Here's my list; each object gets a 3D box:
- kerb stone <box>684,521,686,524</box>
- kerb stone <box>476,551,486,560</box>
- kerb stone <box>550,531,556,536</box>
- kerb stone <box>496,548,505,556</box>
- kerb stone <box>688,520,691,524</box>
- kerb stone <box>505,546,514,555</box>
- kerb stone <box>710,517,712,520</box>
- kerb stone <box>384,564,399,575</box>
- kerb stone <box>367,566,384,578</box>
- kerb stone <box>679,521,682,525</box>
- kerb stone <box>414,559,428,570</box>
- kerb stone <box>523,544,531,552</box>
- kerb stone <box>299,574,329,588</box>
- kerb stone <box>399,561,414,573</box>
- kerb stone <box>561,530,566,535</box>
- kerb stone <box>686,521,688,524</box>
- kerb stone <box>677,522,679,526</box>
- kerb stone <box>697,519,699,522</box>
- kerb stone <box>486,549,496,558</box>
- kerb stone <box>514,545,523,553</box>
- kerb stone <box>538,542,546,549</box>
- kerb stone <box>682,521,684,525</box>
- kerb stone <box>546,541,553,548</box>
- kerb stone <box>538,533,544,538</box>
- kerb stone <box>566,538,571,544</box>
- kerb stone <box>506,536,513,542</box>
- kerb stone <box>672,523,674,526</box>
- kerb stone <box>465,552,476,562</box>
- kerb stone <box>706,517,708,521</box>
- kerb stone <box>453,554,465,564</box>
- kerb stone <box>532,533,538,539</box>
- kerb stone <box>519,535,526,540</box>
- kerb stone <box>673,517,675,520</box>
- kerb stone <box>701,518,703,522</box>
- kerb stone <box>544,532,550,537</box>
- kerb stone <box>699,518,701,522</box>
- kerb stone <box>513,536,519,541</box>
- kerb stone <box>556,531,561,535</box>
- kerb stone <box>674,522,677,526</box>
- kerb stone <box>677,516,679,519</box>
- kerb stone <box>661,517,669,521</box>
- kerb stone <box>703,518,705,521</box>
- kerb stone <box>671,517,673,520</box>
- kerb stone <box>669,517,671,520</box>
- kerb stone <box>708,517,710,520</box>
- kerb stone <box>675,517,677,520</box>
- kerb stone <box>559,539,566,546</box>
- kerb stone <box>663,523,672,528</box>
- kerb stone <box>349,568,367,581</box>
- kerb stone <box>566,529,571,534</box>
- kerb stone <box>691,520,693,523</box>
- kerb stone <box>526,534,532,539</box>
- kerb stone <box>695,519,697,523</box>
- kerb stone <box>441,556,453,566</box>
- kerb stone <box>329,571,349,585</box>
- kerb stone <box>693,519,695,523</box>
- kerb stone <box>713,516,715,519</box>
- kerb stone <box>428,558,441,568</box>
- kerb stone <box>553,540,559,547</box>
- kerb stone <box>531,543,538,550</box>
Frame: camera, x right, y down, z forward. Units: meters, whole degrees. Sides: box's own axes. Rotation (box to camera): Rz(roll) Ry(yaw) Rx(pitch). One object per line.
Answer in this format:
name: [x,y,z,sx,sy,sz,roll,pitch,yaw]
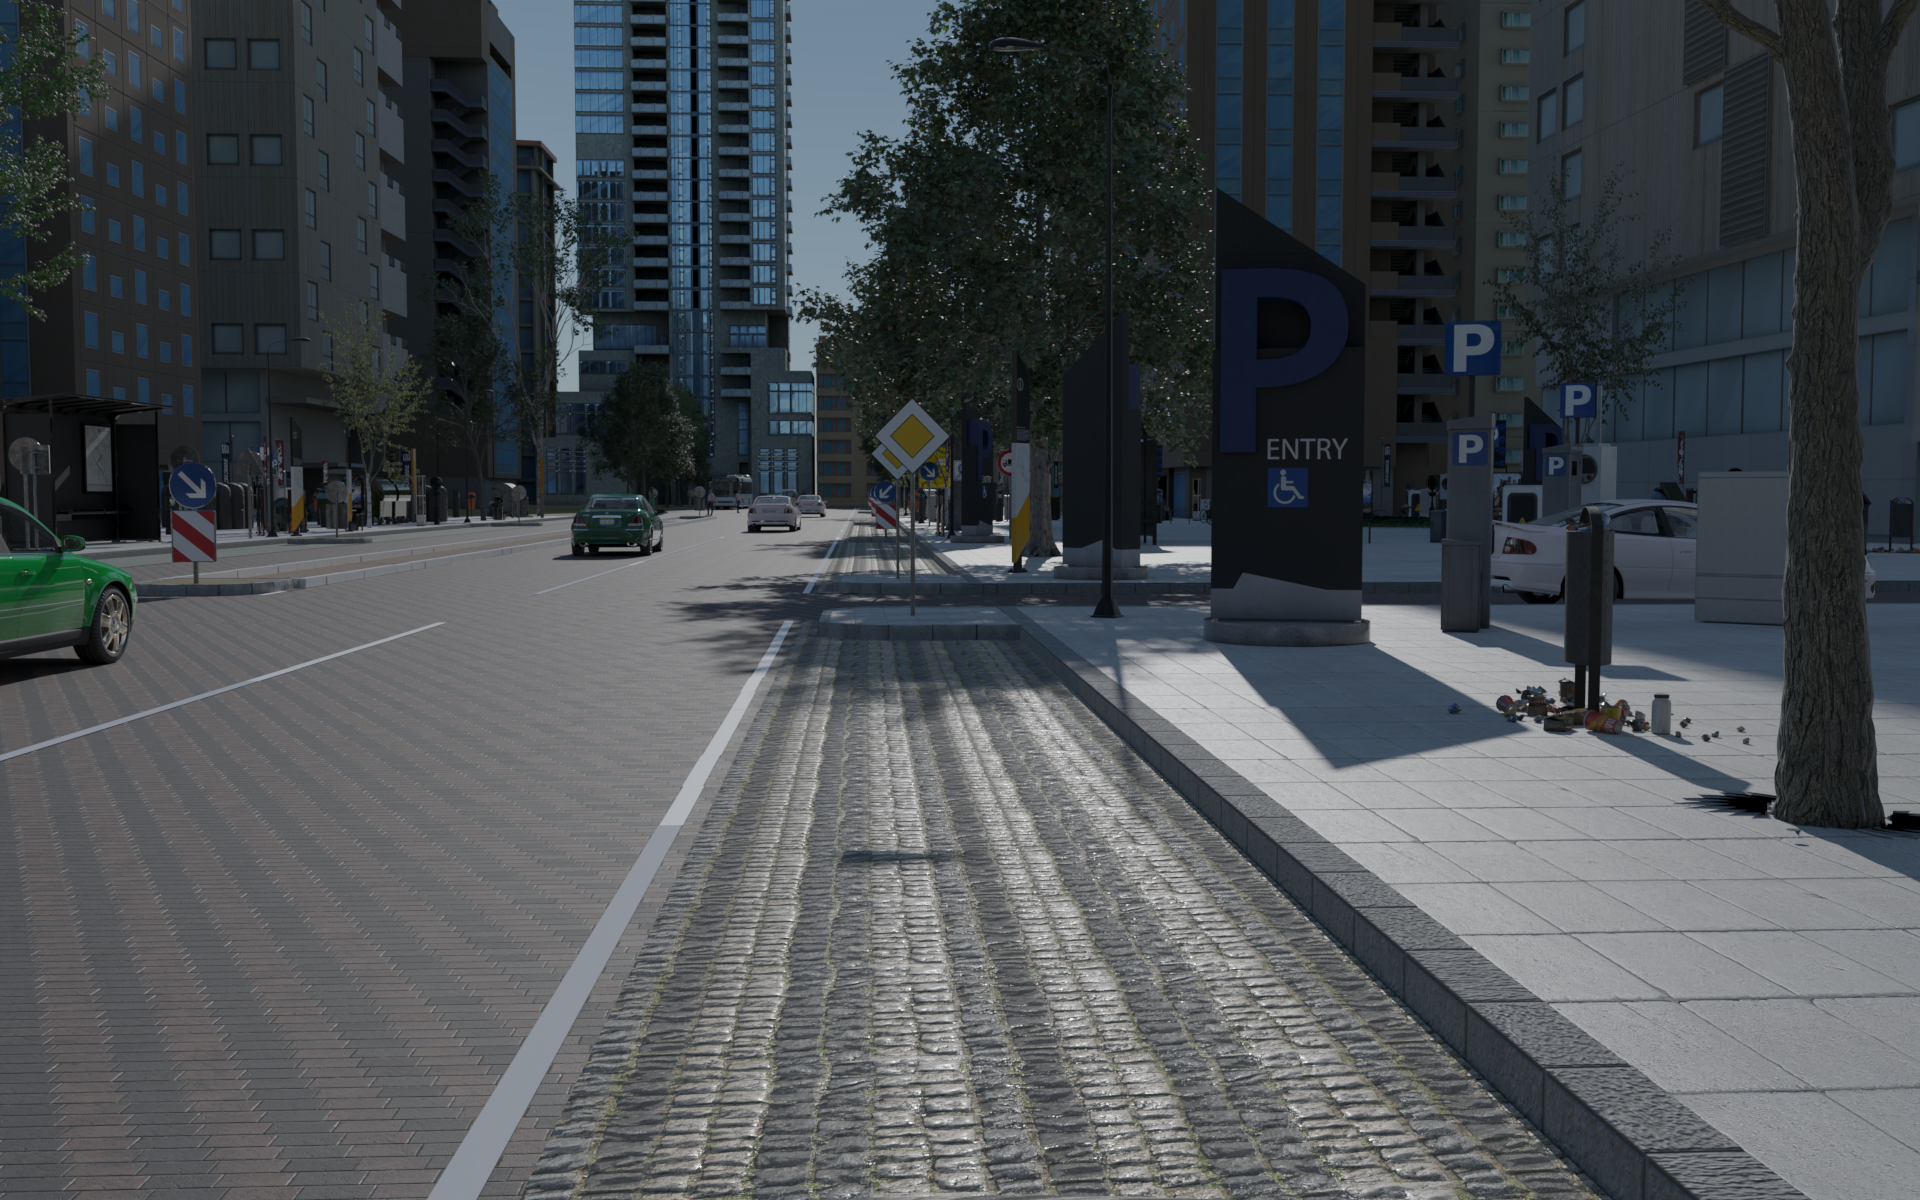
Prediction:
kerb stone: [-13.028,-3.591,80.987,0.120,0.150,1.000,0,4,-3]
kerb stone: [-10.635,-0.969,38.043,0.120,0.150,1.000,0,4,-3]
kerb stone: [-13.872,-2.209,58.403,0.120,0.150,1.000,0,4,-3]
kerb stone: [-10.757,-1.092,40.094,0.120,0.150,1.000,0,4,-3]
kerb stone: [-13.142,-3.720,83.028,0.120,0.150,1.000,0,4,-3]
kerb stone: [-10.809,-1.157,41.115,0.120,0.150,1.000,0,4,-3]
kerb stone: [-13.765,-4.410,94.299,0.120,0.150,1.000,0,4,-3]
kerb stone: [-10.242,-0.531,30.870,0.120,0.150,1.000,0,4,-3]
kerb stone: [-10.178,-0.467,29.850,0.120,0.150,1.000,0,4,-3]
kerb stone: [-12.913,-3.471,78.945,0.120,0.150,1.000,0,4,-3]
kerb stone: [-10.354,-0.656,32.922,0.120,0.150,1.000,0,4,-3]
kerb stone: [-10.913,-1.282,43.158,0.120,0.150,1.000,0,4,-3]
kerb stone: [-10.016,-0.281,26.787,0.120,0.150,1.000,0,4,-3]
kerb stone: [-10.298,-0.583,31.894,0.120,0.150,1.000,0,4,-3]
kerb stone: [-13.984,-2.340,60.458,0.120,0.150,1.000,0,4,-3]
kerb stone: [-13.087,-3.658,82.007,0.120,0.150,1.000,0,4,-3]
kerb stone: [-12.860,-3.401,77.925,0.120,0.150,1.000,0,4,-3]
kerb stone: [-13.365,-3.972,87.136,0.120,0.150,1.000,0,4,-3]
kerb stone: [-10.696,-1.032,39.073,0.120,0.150,1.000,0,4,-3]
kerb stone: [-10.859,-1.220,42.136,0.120,0.150,1.000,0,4,-3]
kerb stone: [-11.031,-1.407,45.206,0.120,0.150,1.000,0,4,-3]
kerb stone: [-12.969,-3.532,79.966,0.120,0.150,1.000,0,4,-3]
kerb stone: [-11.094,-1.470,46.226,0.120,0.150,1.000,0,4,-3]
kerb stone: [-13.760,-2.088,56.361,0.120,0.150,1.000,0,4,-3]
kerb stone: [-11.260,-1.656,49.292,0.120,0.150,1.000,0,4,-3]
kerb stone: [-13.473,-1.776,51.250,0.120,0.150,1.000,0,4,-3]
kerb stone: [-12.736,-3.280,75.876,0.120,0.150,1.000,0,4,-3]
kerb stone: [-10.578,-0.907,37.018,0.120,0.150,1.000,0,4,-3]
kerb stone: [-13.653,-4.284,92.251,0.120,0.150,1.000,0,4,-3]
kerb stone: [-10.520,-0.844,35.997,0.120,0.150,1.000,0,4,-3]
kerb stone: [-13.704,-2.027,55.333,0.120,0.150,1.000,0,4,-3]
kerb stone: [-13.587,-1.895,53.291,0.120,0.150,1.000,0,4,-3]
kerb stone: [-15.926,-4.468,95.244,0.120,0.150,1.000,0,4,-3]
kerb stone: [-13.488,-4.097,89.182,0.120,0.150,1.000,0,4,-3]
kerb stone: [-13.818,-2.151,57.382,0.120,0.150,1.000,0,4,-3]
kerb stone: [-13.428,-4.034,88.156,0.120,0.150,1.000,0,4,-3]
kerb stone: [-13.538,-1.836,52.270,0.120,0.150,1.000,0,4,-3]
kerb stone: [-13.929,-2.278,59.437,0.120,0.150,1.000,0,4,-3]
kerb stone: [-12.800,-3.346,76.896,0.120,0.150,1.000,0,4,-3]
kerb stone: [-16.027,-4.594,97.299,0.120,0.150,1.000,0,4,-3]
kerb stone: [-15.748,-4.280,92.178,0.120,0.150,1.000,0,4,-3]
kerb stone: [-13.542,-4.160,90.205,0.120,0.150,1.000,0,4,-3]
kerb stone: [-15.864,-4.405,94.223,0.120,0.150,1.000,0,4,-3]
kerb stone: [-15.802,-4.343,93.203,0.120,0.150,1.000,0,4,-3]
kerb stone: [-13.709,-4.347,93.275,0.120,0.150,1.000,0,4,-3]
kerb stone: [-15.976,-4.526,96.275,0.120,0.150,1.000,0,4,-3]
kerb stone: [-11.207,-1.595,48.268,0.120,0.150,1.000,0,4,-3]
kerb stone: [-12.684,-3.221,74.853,0.120,0.150,1.000,0,4,-3]
kerb stone: [-10.124,-0.402,28.830,0.120,0.150,1.000,0,4,-3]
kerb stone: [-14.043,-2.399,61.480,0.120,0.150,1.000,0,4,-3]
kerb stone: [-13.192,-3.776,84.055,0.120,0.150,1.000,0,4,-3]
kerb stone: [-13.648,-1.964,54.311,0.120,0.150,1.000,0,4,-3]
kerb stone: [-13.310,-3.909,86.111,0.120,0.150,1.000,0,4,-3]
kerb stone: [-10.464,-0.776,34.964,0.120,0.150,1.000,0,4,-3]
kerb stone: [-10.066,-0.343,27.808,0.120,0.150,1.000,0,4,-3]
kerb stone: [-13.259,-3.842,85.088,0.120,0.150,1.000,0,4,-3]
kerb stone: [-13.874,-4.535,96.340,0.120,0.150,1.000,0,4,-3]
kerb stone: [-10.403,-0.718,33.943,0.120,0.150,1.000,0,4,-3]
kerb stone: [-11.147,-1.532,47.247,0.120,0.150,1.000,0,4,-3]
kerb stone: [-10.977,-1.341,44.180,0.120,0.150,1.000,0,4,-3]
